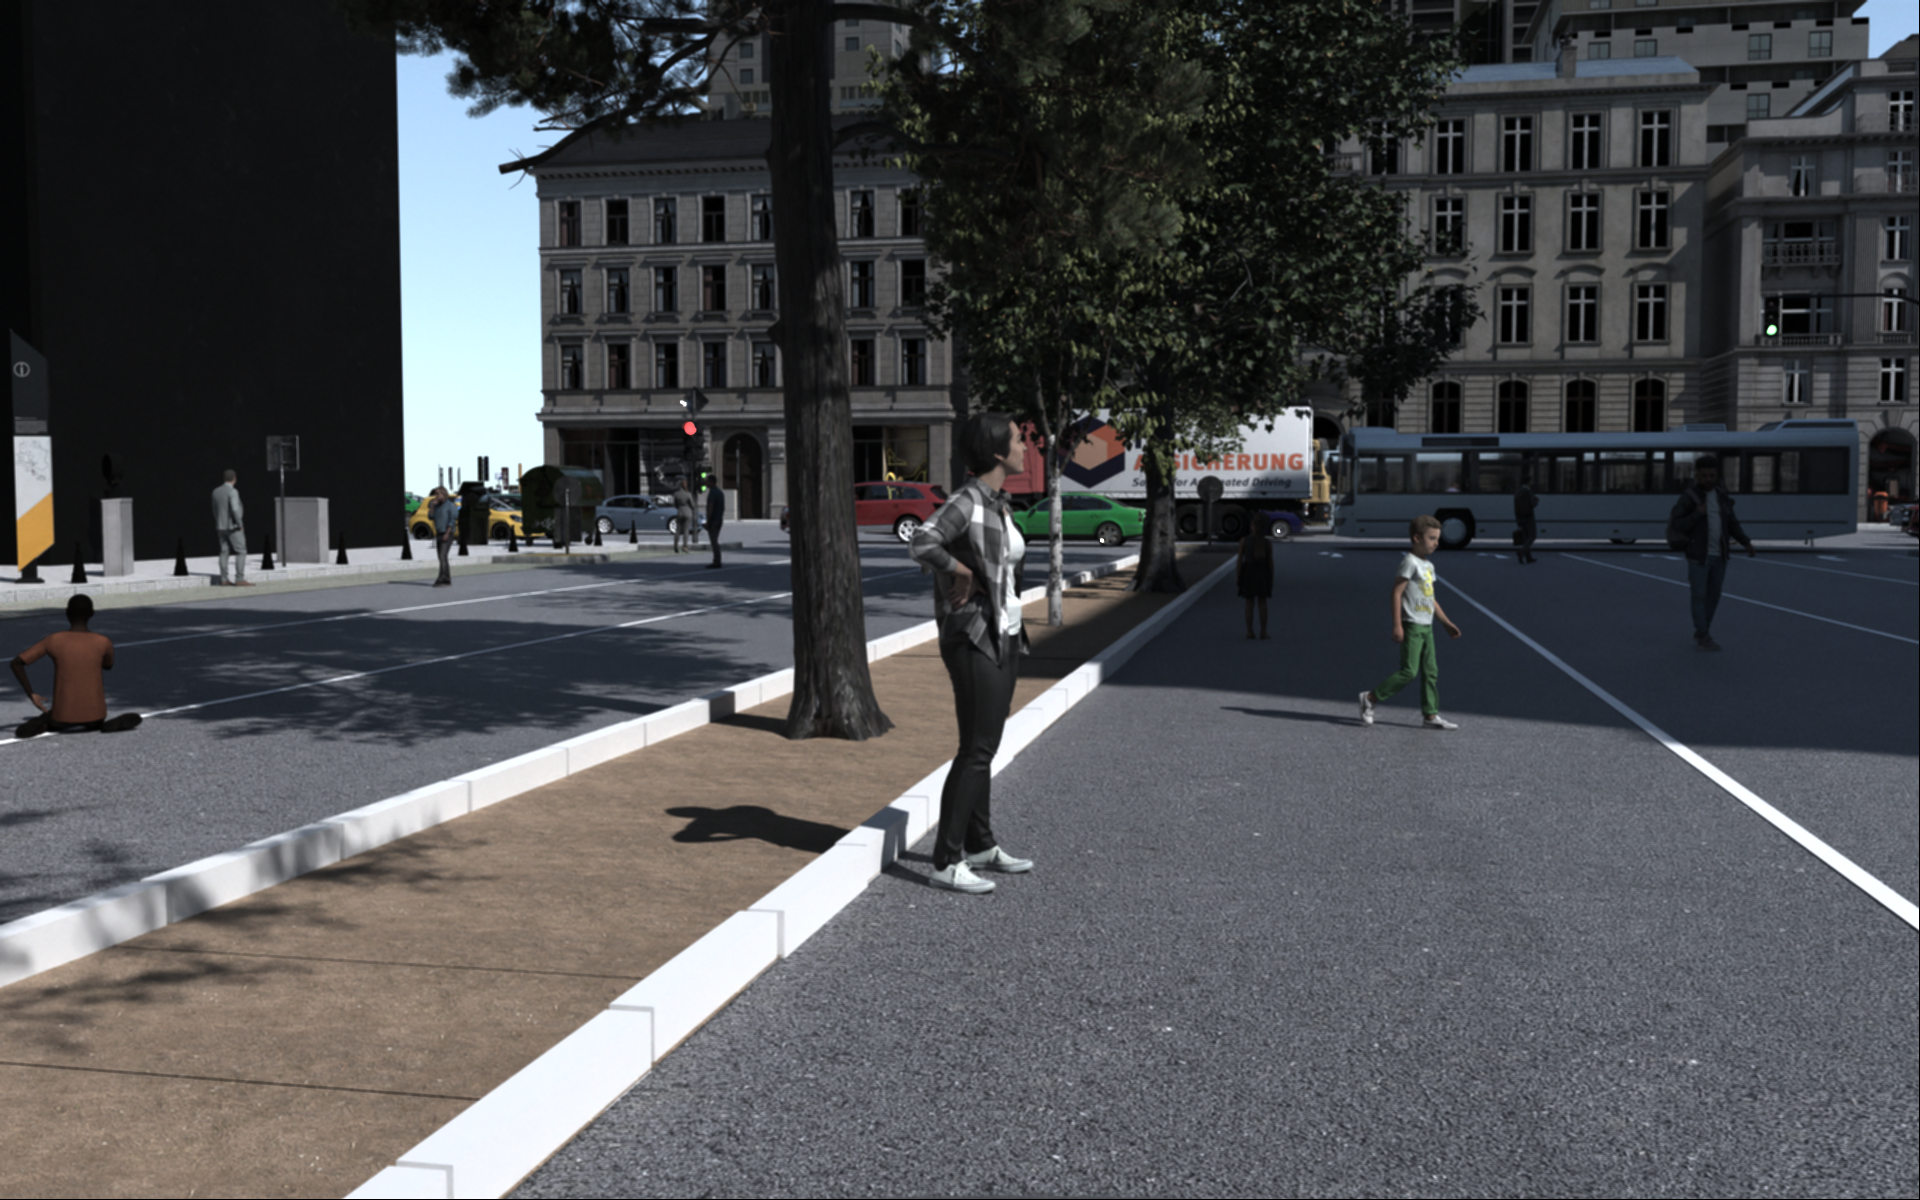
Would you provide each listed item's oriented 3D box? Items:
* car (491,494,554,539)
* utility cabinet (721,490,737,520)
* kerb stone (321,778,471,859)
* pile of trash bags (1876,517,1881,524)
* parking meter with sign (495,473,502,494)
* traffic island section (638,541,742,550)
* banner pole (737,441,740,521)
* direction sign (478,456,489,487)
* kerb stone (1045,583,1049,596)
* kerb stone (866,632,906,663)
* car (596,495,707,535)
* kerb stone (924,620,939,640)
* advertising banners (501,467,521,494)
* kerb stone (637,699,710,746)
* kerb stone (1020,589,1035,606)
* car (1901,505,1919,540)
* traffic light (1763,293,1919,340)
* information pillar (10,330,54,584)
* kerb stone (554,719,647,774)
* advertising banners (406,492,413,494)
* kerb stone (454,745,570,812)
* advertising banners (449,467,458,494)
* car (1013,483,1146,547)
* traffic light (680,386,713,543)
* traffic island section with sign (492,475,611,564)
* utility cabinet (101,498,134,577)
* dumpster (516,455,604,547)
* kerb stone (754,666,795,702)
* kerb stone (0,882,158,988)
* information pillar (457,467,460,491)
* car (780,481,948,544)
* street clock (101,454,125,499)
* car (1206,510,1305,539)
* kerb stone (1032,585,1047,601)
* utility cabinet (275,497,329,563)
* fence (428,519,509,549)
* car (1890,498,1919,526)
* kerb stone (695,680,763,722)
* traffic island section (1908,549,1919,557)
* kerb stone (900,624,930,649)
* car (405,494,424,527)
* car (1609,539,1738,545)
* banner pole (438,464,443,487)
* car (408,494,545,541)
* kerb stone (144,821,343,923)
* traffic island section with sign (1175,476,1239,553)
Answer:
[{"bbox_3d":[-14.750,-2.699,55.920,4.920,1.459,2.131,1,4,12],"label":"car"},{"bbox_3d":[-11.519,-4.670,85.037,1.173,1.500,0.318,1,4,22],"label":"utility cabinet"},{"bbox_3d":[-2.357,0.914,7.249,0.120,0.150,1.000,1,4,12],"label":"kerb stone"},{"bbox_3d":[40.707,-3.909,73.665,3.447,1.369,1.912,3,5,39],"label":"pile of trash bags"},{"bbox_3d":[-38.169,-9.004,143.471,0.543,3.016,1.738,-1,4,-14],"label":"parking meter with sign"},{"bbox_3d":[-6.928,-1.401,45.184,2.009,0.180,2.903,1,4,12],"label":"traffic island section"},{"bbox_3d":[-10.451,-5.601,81.597,0.401,3.779,0.863,0,4,1],"label":"banner pole"},{"bbox_3d":[-28.582,-6.844,103.903,0.876,3.537,0.379,2,4,31],"label":"direction sign"},{"bbox_3d":[1.208,-0.127,24.367,0.120,0.150,1.000,1,4,12],"label":"kerb stone"},{"bbox_3d":[-0.676,0.423,15.299,0.120,0.150,1.000,1,4,12],"label":"kerb stone"},{"bbox_3d":[-11.228,-3.060,62.038,4.499,1.417,2.014,1,4,14],"label":"car"},{"bbox_3d":[-0.268,0.298,17.318,0.120,0.150,1.000,1,4,12],"label":"kerb stone"},{"bbox_3d":[-29.011,-7.150,113.089,2.074,3.025,0.090,1,4,16],"label":"advertising banners"},{"bbox_3d":[-1.726,0.736,10.272,0.120,0.150,1.000,1,4,12],"label":"kerb stone"},{"bbox_3d":[0.789,-0.006,22.355,0.120,0.150,1.000,1,4,12],"label":"kerb stone"},{"bbox_3d":[28.798,-2.376,47.523,5.304,1.827,2.281,1,4,12],"label":"car"},{"bbox_3d":[20.625,-3.947,39.204,4.771,5.953,1.251,1,4,12],"label":"traffic light"},{"bbox_3d":[-13.314,-2.048,24.845,0.504,3.616,0.183,-1,4,-11],"label":"information pillar"},{"bbox_3d":[-1.938,0.791,9.265,0.120,0.150,1.000,1,4,12],"label":"kerb stone"},{"bbox_3d":[-43.462,-8.443,134.225,2.074,3.025,0.090,0,4,-8],"label":"advertising banners"},{"bbox_3d":[-2.143,0.853,8.257,0.120,0.150,1.000,1,4,12],"label":"kerb stone"},{"bbox_3d":[-32.357,-7.036,111.234,0.090,3.025,2.074,-3,5,-41],"label":"advertising banners"},{"bbox_3d":[2.905,-2.394,47.940,4.718,1.807,1.959,1,4,13],"label":"car"},{"bbox_3d":[-6.891,-3.432,45.041,0.839,4.253,0.868,1,4,12],"label":"traffic light"},{"bbox_3d":[-8.437,-1.690,36.262,1.989,1.847,2.006,1,4,12],"label":"traffic island section with sign"},{"bbox_3d":[-13.304,-0.990,27.348,0.306,1.237,1.020,-1,4,-17],"label":"utility cabinet"},{"bbox_3d":[-9.884,-2.463,42.771,1.502,2.255,1.985,1,4,12],"label":"dumpster"},{"bbox_3d":[-1.309,0.609,12.283,0.120,0.150,1.000,1,4,12],"label":"kerb stone"},{"bbox_3d":[-2.777,1.038,5.232,0.120,0.150,1.000,1,4,12],"label":"kerb stone"},{"bbox_3d":[-43.283,-9.679,149.605,0.183,3.616,0.504,-2,4,-30],"label":"information pillar"},{"bbox_3d":[-2.696,-2.581,50.881,5.304,1.827,2.281,1,4,13],"label":"car"},{"bbox_3d":[-15.289,-1.635,31.310,0.471,2.002,0.358,3,5,43],"label":"street clock"},{"bbox_3d":[9.111,-2.641,55.768,3.894,1.354,1.945,1,4,11],"label":"car"},{"bbox_3d":[1.001,-0.069,23.361,0.120,0.150,1.000,1,4,12],"label":"kerb stone"},{"bbox_3d":[-12.254,-1.292,32.279,1.020,1.237,0.306,1,4,22],"label":"utility cabinet"},{"bbox_3d":[-11.620,-1.571,41.059,2.069,0.683,0.278,1,4,16],"label":"fence"},{"bbox_3d":[36.854,-3.171,63.852,4.499,1.417,2.014,1,4,11],"label":"car"},{"bbox_3d":[-1.517,0.668,11.277,0.120,0.150,1.000,1,4,12],"label":"kerb stone"},{"bbox_3d":[22.728,-1.024,39.024,2.009,0.180,2.903,1,4,12],"label":"traffic island section"},{"bbox_3d":[-0.471,0.362,16.308,0.120,0.150,1.000,1,4,12],"label":"kerb stone"},{"bbox_3d":[-25.260,-4.148,76.619,4.718,1.807,1.959,1,4,10],"label":"car"},{"bbox_3d":[20.414,-2.497,49.616,4.718,1.807,1.959,1,4,13],"label":"car"},{"bbox_3d":[-43.438,-9.475,144.925,0.401,3.779,0.863,1,4,11],"label":"banner pole"},{"bbox_3d":[-14.294,-2.518,51.390,3.980,1.641,2.015,1,4,14],"label":"car"},{"bbox_3d":[-2.566,0.976,6.242,0.120,0.150,1.000,1,4,12],"label":"kerb stone"},{"bbox_3d":[6.119,-2.115,42.716,2.006,1.907,1.989,1,4,12],"label":"traffic island section with sign"}]
